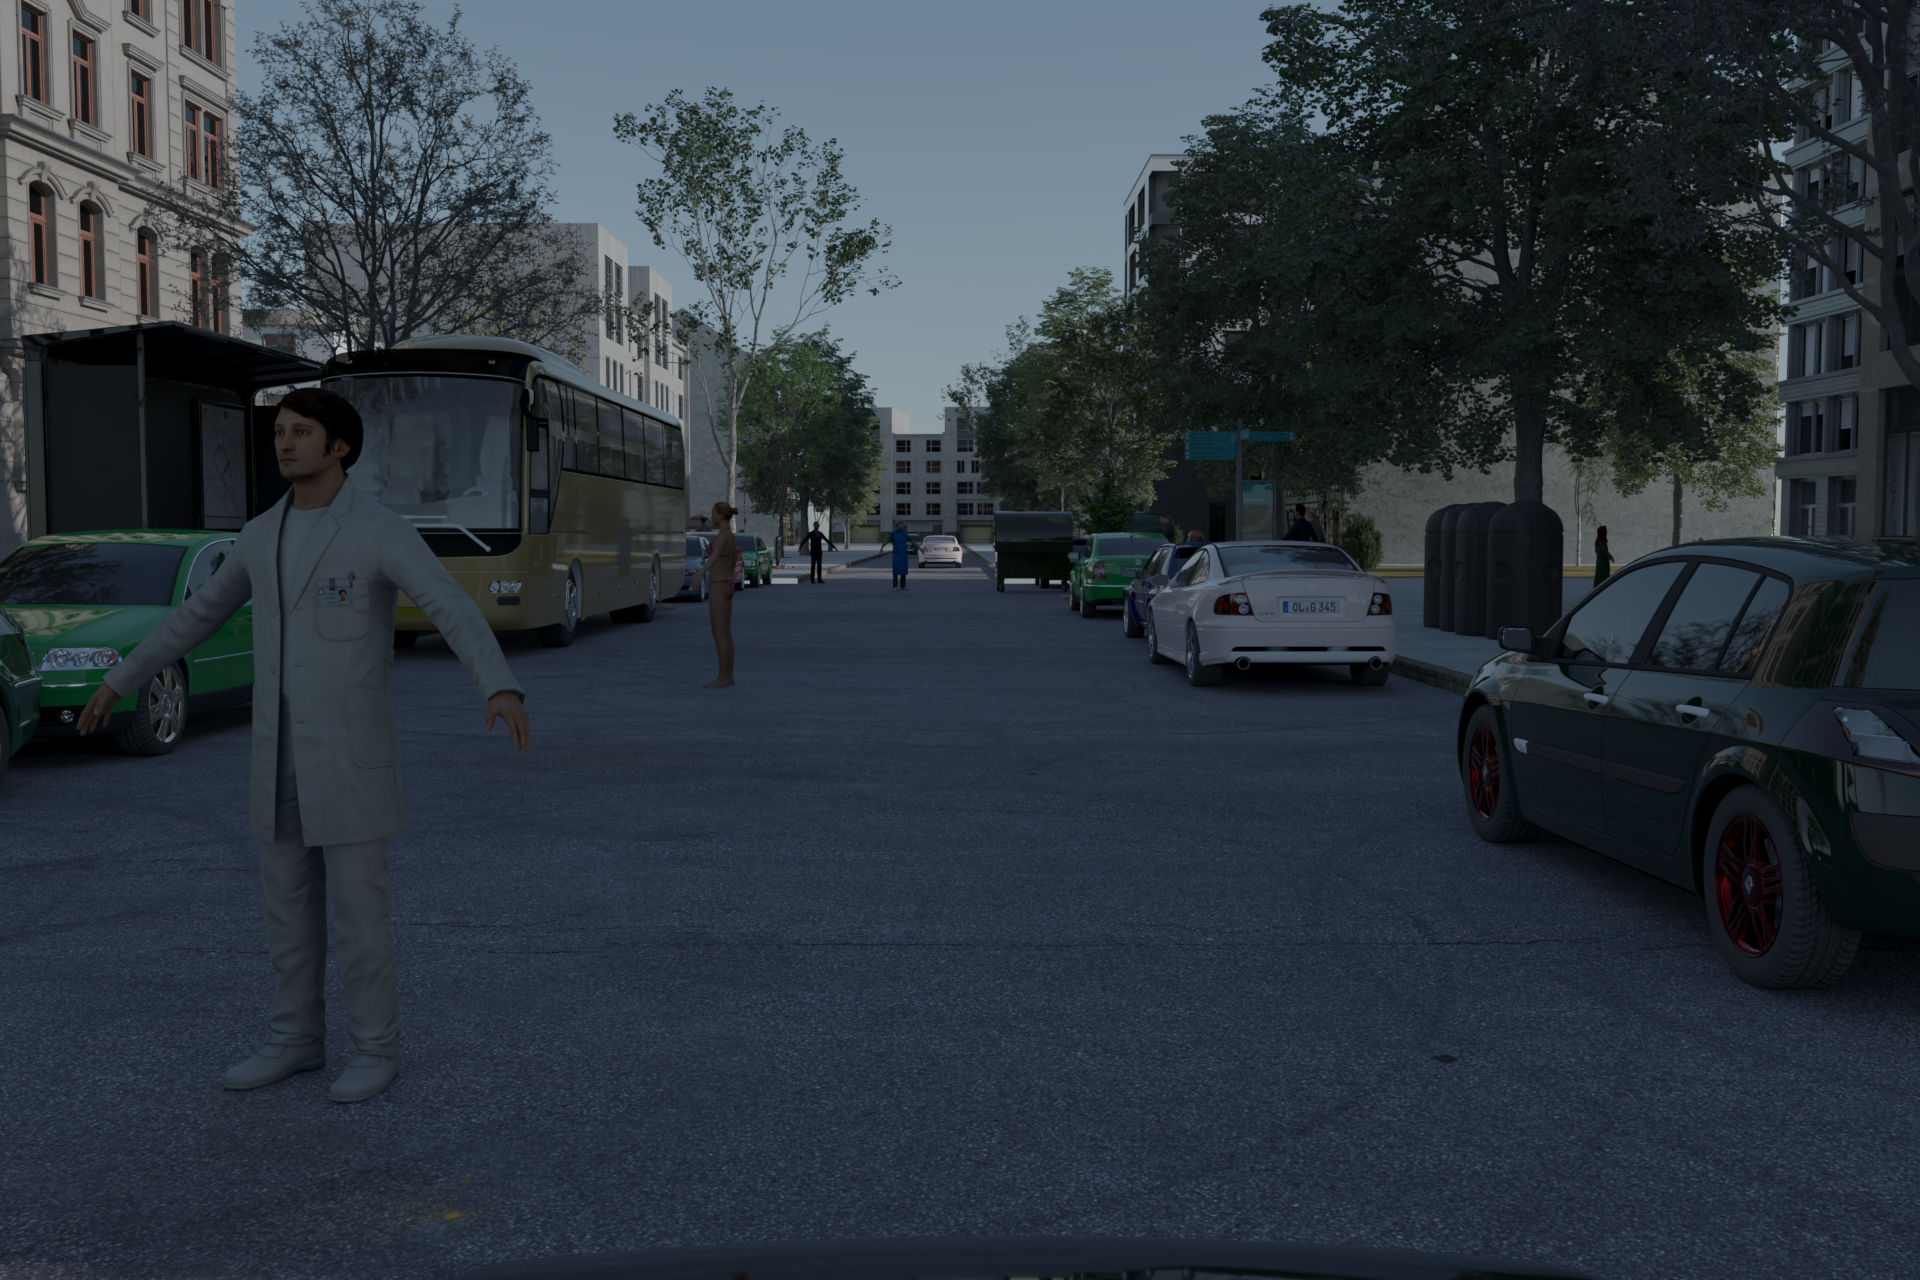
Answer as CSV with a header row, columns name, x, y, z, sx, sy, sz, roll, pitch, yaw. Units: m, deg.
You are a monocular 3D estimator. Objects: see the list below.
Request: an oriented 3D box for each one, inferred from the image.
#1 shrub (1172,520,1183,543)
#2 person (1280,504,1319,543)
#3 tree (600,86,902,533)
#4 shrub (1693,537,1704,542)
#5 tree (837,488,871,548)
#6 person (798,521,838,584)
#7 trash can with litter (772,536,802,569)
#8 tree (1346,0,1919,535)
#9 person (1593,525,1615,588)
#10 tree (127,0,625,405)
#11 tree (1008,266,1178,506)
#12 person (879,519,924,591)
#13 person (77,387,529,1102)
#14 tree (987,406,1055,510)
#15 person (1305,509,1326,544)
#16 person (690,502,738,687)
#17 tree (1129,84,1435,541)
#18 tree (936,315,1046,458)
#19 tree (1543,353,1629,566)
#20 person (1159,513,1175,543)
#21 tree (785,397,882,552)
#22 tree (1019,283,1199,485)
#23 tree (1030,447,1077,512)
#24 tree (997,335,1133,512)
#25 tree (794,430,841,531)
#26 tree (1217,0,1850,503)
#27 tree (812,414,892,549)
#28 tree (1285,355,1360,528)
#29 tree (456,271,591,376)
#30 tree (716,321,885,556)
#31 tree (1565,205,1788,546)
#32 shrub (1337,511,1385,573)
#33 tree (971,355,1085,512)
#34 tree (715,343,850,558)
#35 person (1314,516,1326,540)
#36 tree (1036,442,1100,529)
name,x,y,z,sx,sy,sz,roll,pitch,yaw
shrub,6.596,-3.226,57.168,1.690,2.028,1.600,0,3,0
person,6.043,-1.521,30.911,1.345,1.823,0.704,-3,5,-41
tree,-8.798,-13.214,71.938,12.611,20.169,13.585,0,3,0
shrub,25.575,-2.973,59.728,1.383,1.207,1.383,0,3,0
tree,-10.169,-12.597,156.320,4.737,8.622,4.395,0,3,0
person,-4.152,-2.542,50.239,1.346,1.802,0.704,-3,4,-36
trash can with litter,-6.675,-3.289,64.836,1.678,1.210,2.233,0,4,1
tree,8.762,-6.431,15.511,12.009,13.543,11.850,0,3,0
person,11.512,-1.326,30.890,0.599,1.438,0.989,0,4,7
tree,-12.469,-7.786,37.673,12.009,13.543,11.850,0,3,0
tree,5.479,-9.549,74.246,7.486,12.596,7.792,0,3,0
person,-1.517,-2.168,44.028,1.347,1.817,0.704,-2,4,-35
person,-1.671,0.254,4.488,1.347,1.806,0.705,1,4,18
tree,5.670,-13.286,135.345,7.486,12.596,7.792,0,3,0
person,6.569,-1.604,32.829,0.990,1.755,0.434,-2,4,-28
person,-2.318,-0.431,16.311,0.721,1.733,1.217,0,4,7
tree,9.248,-8.749,49.705,9.857,13.997,8.962,0,3,0
tree,4.288,-18.142,152.507,12.611,20.169,13.585,0,3,0
tree,24.502,-7.261,69.087,4.360,8.622,3.978,0,3,0
person,4.695,-2.053,40.054,0.568,1.767,0.683,-1,4,-11
tree,-9.274,-12.230,125.722,9.928,11.665,9.643,0,3,0
tree,5.838,-7.914,63.808,7.601,10.594,8.767,-1,4,-15
tree,6.132,-9.822,110.956,4.737,8.622,4.395,0,3,0
tree,5.519,-10.011,89.429,9.928,11.665,9.643,0,3,0
tree,-9.361,-10.035,114.433,4.360,8.622,3.978,0,3,0
tree,9.463,-7.477,28.897,9.857,13.997,8.962,0,3,0
tree,-9.517,-13.860,144.740,7.486,12.596,7.792,0,3,0
tree,13.357,-6.951,64.008,4.737,8.622,4.395,0,3,0
tree,-12.534,-6.038,49.082,4.737,8.622,4.395,0,3,0
tree,-9.381,-12.013,103.062,9.857,13.997,8.962,0,3,0
tree,24.700,-8.703,60.428,7.486,12.596,7.792,0,3,0
shrub,13.222,-3.257,57.290,1.661,2.075,1.752,0,3,0
tree,5.187,-13.195,122.394,9.857,13.997,8.962,0,3,0
tree,-9.525,-10.243,93.228,9.928,11.665,9.643,0,3,0
person,10.184,-2.658,49.606,0.704,1.811,1.347,-1,4,-16
tree,6.222,-9.471,105.217,4.737,8.622,4.395,0,3,0
